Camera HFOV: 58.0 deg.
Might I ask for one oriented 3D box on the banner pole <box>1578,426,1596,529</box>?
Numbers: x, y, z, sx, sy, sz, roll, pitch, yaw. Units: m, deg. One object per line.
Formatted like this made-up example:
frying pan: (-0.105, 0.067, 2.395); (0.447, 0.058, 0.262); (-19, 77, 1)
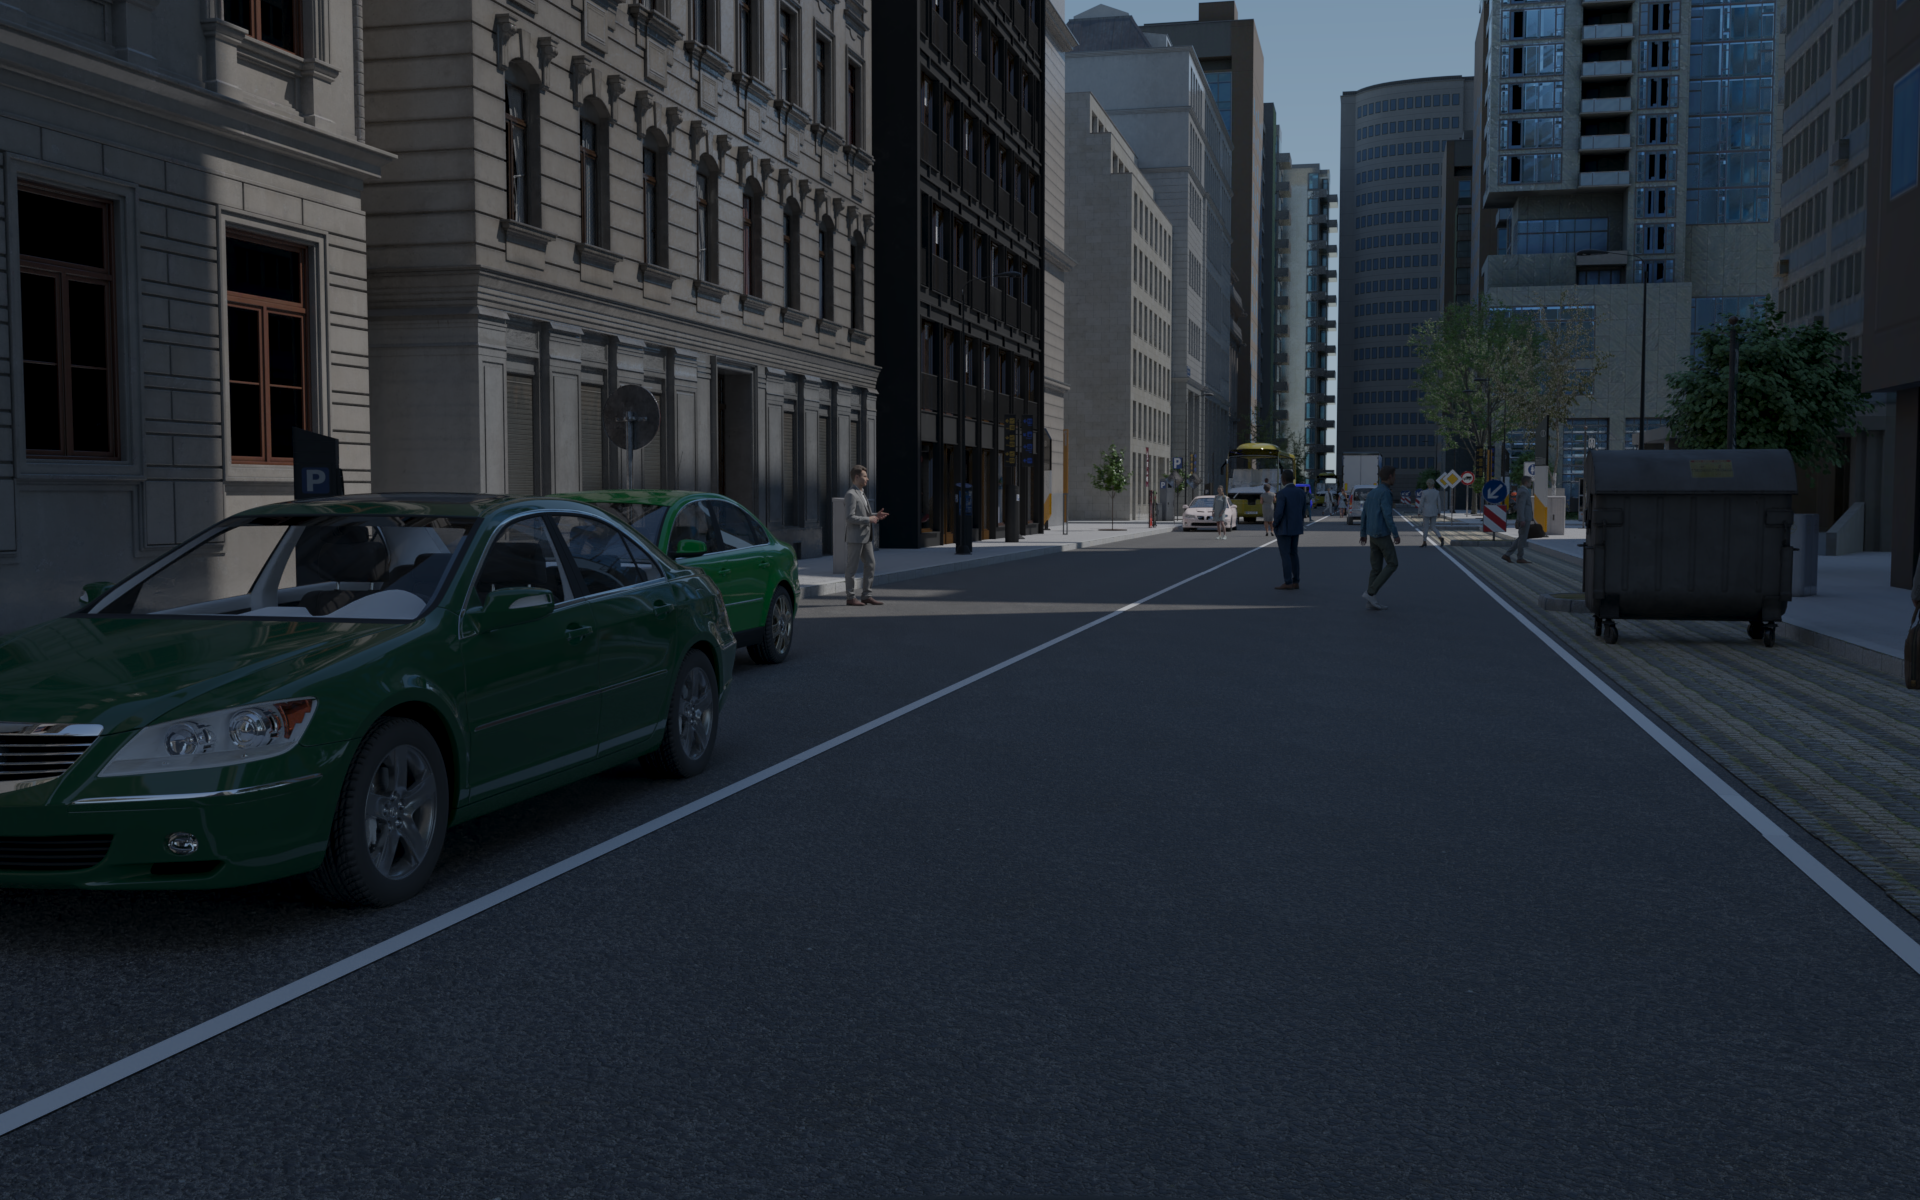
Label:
banner pole: (23.284, -4.535, 64.166); (0.863, 3.779, 0.401); (-2, 4, -34)

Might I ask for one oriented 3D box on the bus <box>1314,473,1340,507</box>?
bus: (42.855, -12.873, 202.020); (2.896, 3.916, 12.252); (1, 4, 13)

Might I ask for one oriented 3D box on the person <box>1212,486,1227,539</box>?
person: (8.257, -2.780, 54.955); (0.512, 1.701, 0.522); (2, 4, 31)

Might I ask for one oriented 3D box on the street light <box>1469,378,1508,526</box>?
street light: (21.281, -5.931, 69.516); (1.470, 5.913, 1.316); (1, 4, 13)

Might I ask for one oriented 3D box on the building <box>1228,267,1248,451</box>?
building: (15.758, -18.295, 140.929); (13.314, 21.916, 24.055); (1, 4, 13)

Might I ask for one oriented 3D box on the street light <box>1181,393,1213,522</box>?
street light: (10.989, -6.577, 80.075); (1.470, 5.913, 1.316); (1, 4, 13)

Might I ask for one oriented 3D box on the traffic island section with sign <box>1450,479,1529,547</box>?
traffic island section with sign: (14.537, -2.385, 47.625); (1.989, 1.847, 2.006); (1, 4, 13)

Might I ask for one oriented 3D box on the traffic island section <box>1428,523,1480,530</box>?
traffic island section: (19.887, -2.917, 69.975); (2.009, 0.180, 2.903); (1, 4, 13)

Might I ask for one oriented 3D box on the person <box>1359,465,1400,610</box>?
person: (5.166, -0.767, 21.391); (0.444, 1.785, 0.601); (0, 4, -7)

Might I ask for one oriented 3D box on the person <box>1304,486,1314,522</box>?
person: (17.585, -4.854, 87.842); (0.713, 1.824, 0.794); (-1, 4, -21)

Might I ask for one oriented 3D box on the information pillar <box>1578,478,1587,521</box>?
information pillar: (29.186, -4.692, 81.202); (0.304, 2.012, 0.304); (2, 4, 27)

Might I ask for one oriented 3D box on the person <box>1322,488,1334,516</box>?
person: (24.161, -6.441, 113.695); (0.514, 1.842, 0.818); (-3, 5, -43)

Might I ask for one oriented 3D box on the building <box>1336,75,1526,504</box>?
building: (67.156, -42.780, 241.457); (28.212, 58.520, 21.231); (1, 4, 13)

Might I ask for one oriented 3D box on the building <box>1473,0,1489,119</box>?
building: (53.044, -30.833, 154.234); (14.600, 45.320, 14.200); (1, 4, 13)

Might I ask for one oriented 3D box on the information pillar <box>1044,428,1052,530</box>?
information pillar: (3.090, -4.268, 61.139); (0.183, 3.616, 0.504); (-2, 4, -24)

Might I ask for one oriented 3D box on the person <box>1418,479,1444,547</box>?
person: (12.604, -2.318, 46.285); (0.514, 1.842, 0.818); (-2, 4, -29)

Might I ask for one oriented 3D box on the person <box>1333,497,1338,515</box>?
person: (25.818, -6.484, 119.190); (0.332, 1.250, 0.352); (-1, 4, -14)

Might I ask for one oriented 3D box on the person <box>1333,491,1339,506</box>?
person: (37.620, -10.011, 172.900); (1.217, 1.735, 0.721); (-2, 4, -28)

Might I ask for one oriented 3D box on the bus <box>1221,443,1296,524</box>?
bus: (15.187, -5.837, 86.990); (2.896, 3.916, 12.252); (1, 4, 15)

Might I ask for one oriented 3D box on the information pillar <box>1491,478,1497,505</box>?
information pillar: (24.618, -4.623, 80.081); (0.304, 2.012, 0.304); (-1, 4, -10)

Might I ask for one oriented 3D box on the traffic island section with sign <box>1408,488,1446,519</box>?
traffic island section with sign: (27.513, -5.690, 101.658); (1.989, 1.847, 2.006); (1, 4, 13)

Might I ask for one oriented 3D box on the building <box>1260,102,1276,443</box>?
building: (24.669, -30.196, 177.305); (14.154, 41.232, 14.086); (1, 4, 13)

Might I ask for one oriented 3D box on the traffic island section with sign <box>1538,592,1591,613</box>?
traffic island section with sign: (8.241, -0.780, 21.385); (1.989, 1.847, 2.006); (1, 4, 13)

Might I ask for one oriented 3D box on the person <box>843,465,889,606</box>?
person: (-1.219, -0.825, 22.194); (0.583, 1.804, 0.606); (1, 4, 10)

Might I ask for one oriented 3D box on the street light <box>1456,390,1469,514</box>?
street light: (23.112, -6.410, 77.338); (1.470, 5.913, 1.316); (1, 4, 13)

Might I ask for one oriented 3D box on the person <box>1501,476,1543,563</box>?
person: (11.619, -1.654, 35.669); (0.853, 1.813, 0.709); (0, 4, 8)

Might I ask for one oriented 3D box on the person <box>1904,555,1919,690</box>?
person: (4.884, 0.027, 8.185); (0.709, 1.813, 0.853); (1, 4, 20)

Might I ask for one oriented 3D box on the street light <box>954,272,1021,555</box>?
street light: (0.592, -3.907, 36.422); (1.470, 5.913, 1.316); (1, 4, 13)

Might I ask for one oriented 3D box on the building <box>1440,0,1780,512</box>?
building: (49.076, -50.030, 130.657); (22.319, 86.520, 31.000); (1, 4, 13)

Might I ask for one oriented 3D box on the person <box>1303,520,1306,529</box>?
person: (13.787, -3.676, 70.405); (0.589, 1.601, 0.330); (0, 4, -5)

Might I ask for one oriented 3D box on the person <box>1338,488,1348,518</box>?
person: (22.844, -5.793, 103.312); (0.616, 1.811, 0.778); (1, 4, 17)

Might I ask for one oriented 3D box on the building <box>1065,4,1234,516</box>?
building: (11.109, -20.567, 113.755); (11.434, 29.767, 29.804); (1, 4, 13)

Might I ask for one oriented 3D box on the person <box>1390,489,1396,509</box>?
person: (31.875, -7.324, 128.234); (0.794, 1.824, 0.713); (-2, 4, -24)

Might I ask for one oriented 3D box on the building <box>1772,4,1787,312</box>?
building: (56.081, -28.372, 83.493); (30.456, 49.044, 23.786); (1, 4, 13)

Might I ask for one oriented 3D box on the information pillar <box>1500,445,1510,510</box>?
information pillar: (26.079, -5.600, 82.907); (0.504, 3.616, 0.183); (-2, 4, -28)

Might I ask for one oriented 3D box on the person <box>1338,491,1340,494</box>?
person: (38.260, -10.101, 174.469); (0.721, 1.723, 1.217); (0, 4, -6)

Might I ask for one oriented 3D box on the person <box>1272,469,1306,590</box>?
person: (4.946, -1.058, 25.973); (0.721, 1.800, 0.419); (-3, 5, -43)

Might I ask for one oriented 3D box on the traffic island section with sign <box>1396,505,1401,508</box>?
traffic island section with sign: (45.537, -10.279, 176.688); (1.989, 1.847, 2.006); (1, 4, 13)

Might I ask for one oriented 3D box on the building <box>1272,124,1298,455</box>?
building: (25.583, -36.514, 216.612); (30.456, 49.044, 23.786); (1, 4, 13)

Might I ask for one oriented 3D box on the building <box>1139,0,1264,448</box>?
building: (20.962, -31.374, 163.079); (14.600, 45.320, 14.200); (1, 4, 13)

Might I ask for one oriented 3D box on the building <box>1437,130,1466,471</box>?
building: (66.248, -34.397, 212.503); (14.600, 45.320, 14.200); (1, 4, 13)

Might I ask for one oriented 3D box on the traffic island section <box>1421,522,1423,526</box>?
traffic island section: (21.752, -3.392, 77.740); (2.009, 0.180, 2.903); (1, 4, 13)

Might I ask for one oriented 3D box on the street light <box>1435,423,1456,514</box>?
street light: (31.932, -8.640, 113.802); (1.470, 5.913, 1.316); (1, 4, 13)

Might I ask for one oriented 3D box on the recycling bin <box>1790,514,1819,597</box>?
recycling bin: (10.434, -0.578, 22.012); (0.722, 1.027, 0.722); (3, 5, 40)

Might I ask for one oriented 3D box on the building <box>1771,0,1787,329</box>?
building: (88.608, -46.805, 203.509); (20.611, 71.187, 20.563); (1, 4, 13)

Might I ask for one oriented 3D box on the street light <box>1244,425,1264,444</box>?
street light: (19.759, -8.833, 116.955); (1.470, 5.913, 1.316); (1, 4, 13)

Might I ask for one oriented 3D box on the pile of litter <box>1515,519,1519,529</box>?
pile of litter: (20.885, -3.014, 63.251); (1.719, 0.858, 1.176); (-3, 5, -43)

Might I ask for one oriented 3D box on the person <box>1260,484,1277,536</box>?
person: (10.568, -3.066, 58.988); (0.716, 1.782, 0.532); (0, 4, 3)

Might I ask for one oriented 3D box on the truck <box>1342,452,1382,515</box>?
truck: (28.138, -8.073, 120.908); (2.839, 4.237, 11.283); (1, 4, 15)

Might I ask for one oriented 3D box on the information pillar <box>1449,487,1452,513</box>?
information pillar: (34.075, -7.056, 119.856); (0.304, 2.012, 0.304); (0, 4, 2)

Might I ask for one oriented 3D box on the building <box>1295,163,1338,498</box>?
building: (38.815, -38.569, 250.215); (30.456, 49.044, 23.786); (1, 4, 13)

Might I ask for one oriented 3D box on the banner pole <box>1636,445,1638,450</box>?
banner pole: (30.415, -5.323, 77.054); (0.401, 3.779, 0.863); (-3, 5, -39)

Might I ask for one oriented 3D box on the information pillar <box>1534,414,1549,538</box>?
information pillar: (17.201, -3.661, 51.218); (0.183, 3.616, 0.504); (-2, 4, -24)

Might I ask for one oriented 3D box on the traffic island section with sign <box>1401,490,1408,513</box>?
traffic island section with sign: (33.932, -7.324, 128.376); (1.989, 1.847, 2.006); (1, 4, 13)

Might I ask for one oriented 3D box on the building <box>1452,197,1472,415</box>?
building: (55.347, -24.311, 169.189); (14.160, 30.474, 14.107); (1, 4, 13)

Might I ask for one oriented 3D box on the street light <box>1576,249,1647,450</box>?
street light: (12.380, -3.690, 32.881); (1.470, 5.913, 1.316); (1, 4, 13)

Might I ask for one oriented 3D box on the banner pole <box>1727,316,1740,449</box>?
banner pole: (10.981, -2.117, 24.630); (0.401, 3.779, 0.863); (2, 4, 32)
